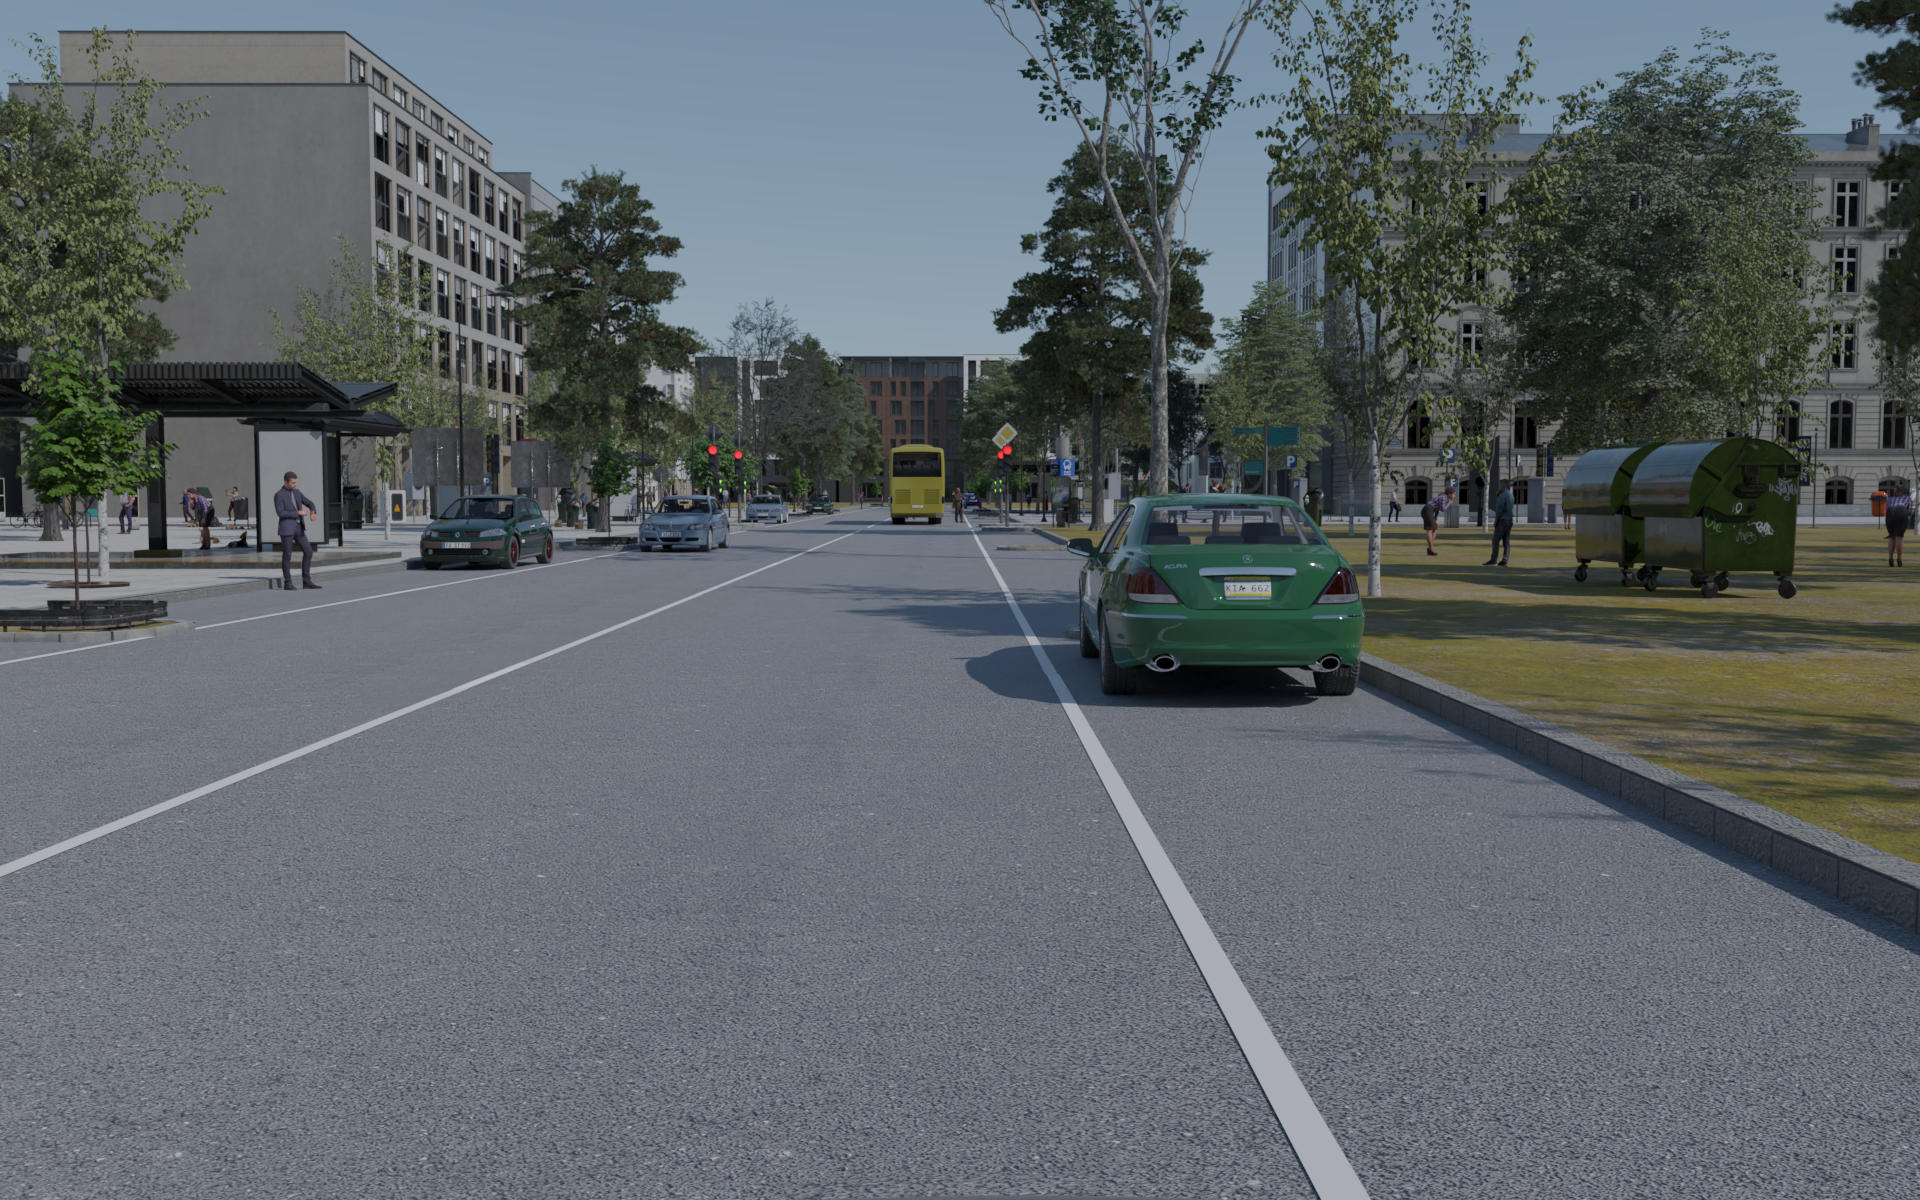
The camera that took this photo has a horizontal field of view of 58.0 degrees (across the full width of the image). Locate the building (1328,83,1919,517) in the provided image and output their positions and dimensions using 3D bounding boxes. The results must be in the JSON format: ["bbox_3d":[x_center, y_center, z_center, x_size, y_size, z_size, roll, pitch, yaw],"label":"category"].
[{"bbox_3d":[40.242,-17.244,101.026,34.723,24.649,14.460,0,4,0],"label":"building"}]

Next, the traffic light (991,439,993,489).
[{"bbox_3d":[1.780,-5.269,75.393,0.839,4.213,0.868,0,4,0],"label":"traffic light"}]

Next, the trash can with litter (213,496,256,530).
[{"bbox_3d":[-25.731,-3.163,62.770,2.233,1.210,1.678,0,4,5],"label":"trash can with litter"}]

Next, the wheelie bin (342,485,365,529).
[{"bbox_3d":[-22.289,-3.404,63.569,0.693,1.594,0.980,3,4,39],"label":"wheelie bin"}]

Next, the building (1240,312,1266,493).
[{"bbox_3d":[31.367,-16.795,142.054,16.820,18.784,16.811,0,4,0],"label":"building"}]

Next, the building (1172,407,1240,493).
[{"bbox_3d":[26.914,-13.700,166.148,9.099,9.664,28.070,0,4,0],"label":"building"}]

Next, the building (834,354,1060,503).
[{"bbox_3d":[-1.703,-25.864,266.855,32.646,21.610,27.936,0,4,0],"label":"building"}]

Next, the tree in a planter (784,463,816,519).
[{"bbox_3d":[-9.413,-6.317,100.502,1.991,3.239,1.994,0,4,0],"label":"tree in a planter"}]

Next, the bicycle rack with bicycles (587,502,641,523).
[{"bbox_3d":[-15.387,-3.904,77.206,2.852,0.926,2.925,0,4,-2],"label":"bicycle rack with bicycles"}]

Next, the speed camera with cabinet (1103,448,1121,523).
[{"bbox_3d":[6.459,-4.976,75.694,0.660,3.252,2.038,-1,4,-12],"label":"speed camera with cabinet"}]

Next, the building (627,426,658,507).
[{"bbox_3d":[-35.205,-14.327,176.398,9.099,9.664,28.070,0,4,0],"label":"building"}]

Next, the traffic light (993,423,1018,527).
[{"bbox_3d":[1.816,-4.781,67.408,0.839,4.213,0.868,0,4,0],"label":"traffic light"}]

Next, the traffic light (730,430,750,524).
[{"bbox_3d":[-9.581,-5.265,75.326,0.839,4.213,0.868,0,4,0],"label":"traffic light"}]

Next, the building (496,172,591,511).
[{"bbox_3d":[-37.485,-19.531,137.357,12.078,24.808,19.932,0,4,0],"label":"building"}]

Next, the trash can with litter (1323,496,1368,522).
[{"bbox_3d":[17.750,-4.206,79.834,2.233,1.210,1.678,0,4,2],"label":"trash can with litter"}]

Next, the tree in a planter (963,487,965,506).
[{"bbox_3d":[1.233,-12.718,205.167,1.991,3.239,1.994,0,4,0],"label":"tree in a planter"}]

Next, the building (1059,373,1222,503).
[{"bbox_3d":[30.386,-24.190,261.959,31.486,18.905,16.747,0,4,0],"label":"building"}]

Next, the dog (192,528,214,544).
[{"bbox_3d":[-19.375,-1.643,44.605,0.748,0.427,0.550,3,5,40],"label":"dog"}]

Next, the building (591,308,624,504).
[{"bbox_3d":[-38.868,-18.346,156.373,16.016,20.091,11.380,0,4,0],"label":"building"}]

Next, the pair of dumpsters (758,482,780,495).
[{"bbox_3d":[-15.808,-8.589,142.923,1.574,2.255,4.436,0,4,0],"label":"pair of dumpsters"}]

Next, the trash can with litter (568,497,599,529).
[{"bbox_3d":[-13.602,-3.162,63.081,1.055,1.170,0.624,0,4,-2],"label":"trash can with litter"}]

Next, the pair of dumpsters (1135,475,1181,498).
[{"bbox_3d":[8.789,-4.550,76.883,1.574,2.255,4.436,0,4,0],"label":"pair of dumpsters"}]

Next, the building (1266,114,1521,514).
[{"bbox_3d":[28.648,-18.343,117.936,12.078,24.808,19.932,0,4,0],"label":"building"}]

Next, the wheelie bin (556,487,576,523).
[{"bbox_3d":[-17.429,-4.212,76.773,0.693,1.594,0.980,1,4,22],"label":"wheelie bin"}]

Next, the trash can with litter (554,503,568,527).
[{"bbox_3d":[-15.193,-3.388,66.782,1.055,1.170,0.624,-1,4,-11],"label":"trash can with litter"}]

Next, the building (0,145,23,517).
[{"bbox_3d":[-68.127,-17.228,100.743,30.058,24.678,14.314,0,4,0],"label":"building"}]

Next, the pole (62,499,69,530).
[{"bbox_3d":[-32.177,-4.182,62.221,0.158,3.312,0.155,0,3,0],"label":"pole"}]

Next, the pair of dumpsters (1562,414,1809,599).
[{"bbox_3d":[9.597,-1.266,23.191,1.574,2.255,4.436,0,4,0],"label":"pair of dumpsters"}]

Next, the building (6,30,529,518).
[{"bbox_3d":[-41.336,-18.697,110.211,19.350,26.468,34.151,0,4,0],"label":"building"}]

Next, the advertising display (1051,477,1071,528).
[{"bbox_3d":[3.871,-3.735,66.273,0.123,1.923,0.974,-3,5,-42],"label":"advertising display"}]

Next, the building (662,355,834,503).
[{"bbox_3d":[-34.761,-25.906,267.541,32.646,21.610,27.936,0,4,0],"label":"building"}]

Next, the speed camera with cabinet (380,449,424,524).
[{"bbox_3d":[-24.259,-4.952,75.309,0.660,3.252,2.038,2,4,29],"label":"speed camera with cabinet"}]

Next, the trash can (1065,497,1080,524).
[{"bbox_3d":[4.815,-3.875,75.008,0.748,1.137,0.748,0,3,0],"label":"trash can"}]

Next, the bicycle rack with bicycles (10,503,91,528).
[{"bbox_3d":[-34.580,-3.215,65.953,2.925,0.926,2.852,-3,5,-44],"label":"bicycle rack with bicycles"}]

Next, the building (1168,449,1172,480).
[{"bbox_3d":[27.797,-15.414,194.170,9.099,9.664,28.070,0,4,0],"label":"building"}]

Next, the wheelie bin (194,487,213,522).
[{"bbox_3d":[-34.644,-4.358,79.157,0.693,1.594,0.980,2,4,25],"label":"wheelie bin"}]

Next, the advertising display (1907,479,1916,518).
[{"bbox_3d":[42.058,-4.358,76.465,0.974,1.923,0.123,-3,5,-40],"label":"advertising display"}]

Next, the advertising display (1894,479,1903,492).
[{"bbox_3d":[41.283,-4.344,76.245,0.123,1.923,0.974,1,4,16],"label":"advertising display"}]

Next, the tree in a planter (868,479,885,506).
[{"bbox_3d":[-9.880,-12.684,204.604,1.991,3.239,1.994,0,4,0],"label":"tree in a planter"}]

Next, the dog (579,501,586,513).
[{"bbox_3d":[-25.806,-6.358,118.333,0.513,0.831,0.800,-1,4,-19],"label":"dog"}]

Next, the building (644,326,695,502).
[{"bbox_3d":[-37.062,-21.063,200.800,11.380,20.091,16.016,0,4,0],"label":"building"}]

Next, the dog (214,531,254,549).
[{"bbox_3d":[-17.169,-1.427,41.070,0.748,0.427,0.550,-1,4,-15],"label":"dog"}]

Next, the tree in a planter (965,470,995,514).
[{"bbox_3d":[1.578,-7.966,127.461,1.991,3.239,1.994,0,4,0],"label":"tree in a planter"}]

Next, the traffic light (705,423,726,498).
[{"bbox_3d":[-9.545,-4.777,67.341,0.839,4.213,0.868,0,4,0],"label":"traffic light"}]

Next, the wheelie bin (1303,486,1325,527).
[{"bbox_3d":[13.859,-3.661,67.771,0.693,1.594,0.980,3,4,37],"label":"wheelie bin"}]

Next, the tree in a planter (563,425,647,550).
[{"bbox_3d":[-9.155,-2.927,45.080,1.991,3.239,1.994,0,4,0],"label":"tree in a planter"}]

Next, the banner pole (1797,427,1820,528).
[{"bbox_3d":[31.973,-4.603,65.279,0.863,3.779,0.401,2,4,25],"label":"banner pole"}]

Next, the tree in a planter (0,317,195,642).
[{"bbox_3d":[-9.036,-1.248,17.634,1.991,3.239,1.994,0,4,0],"label":"tree in a planter"}]
